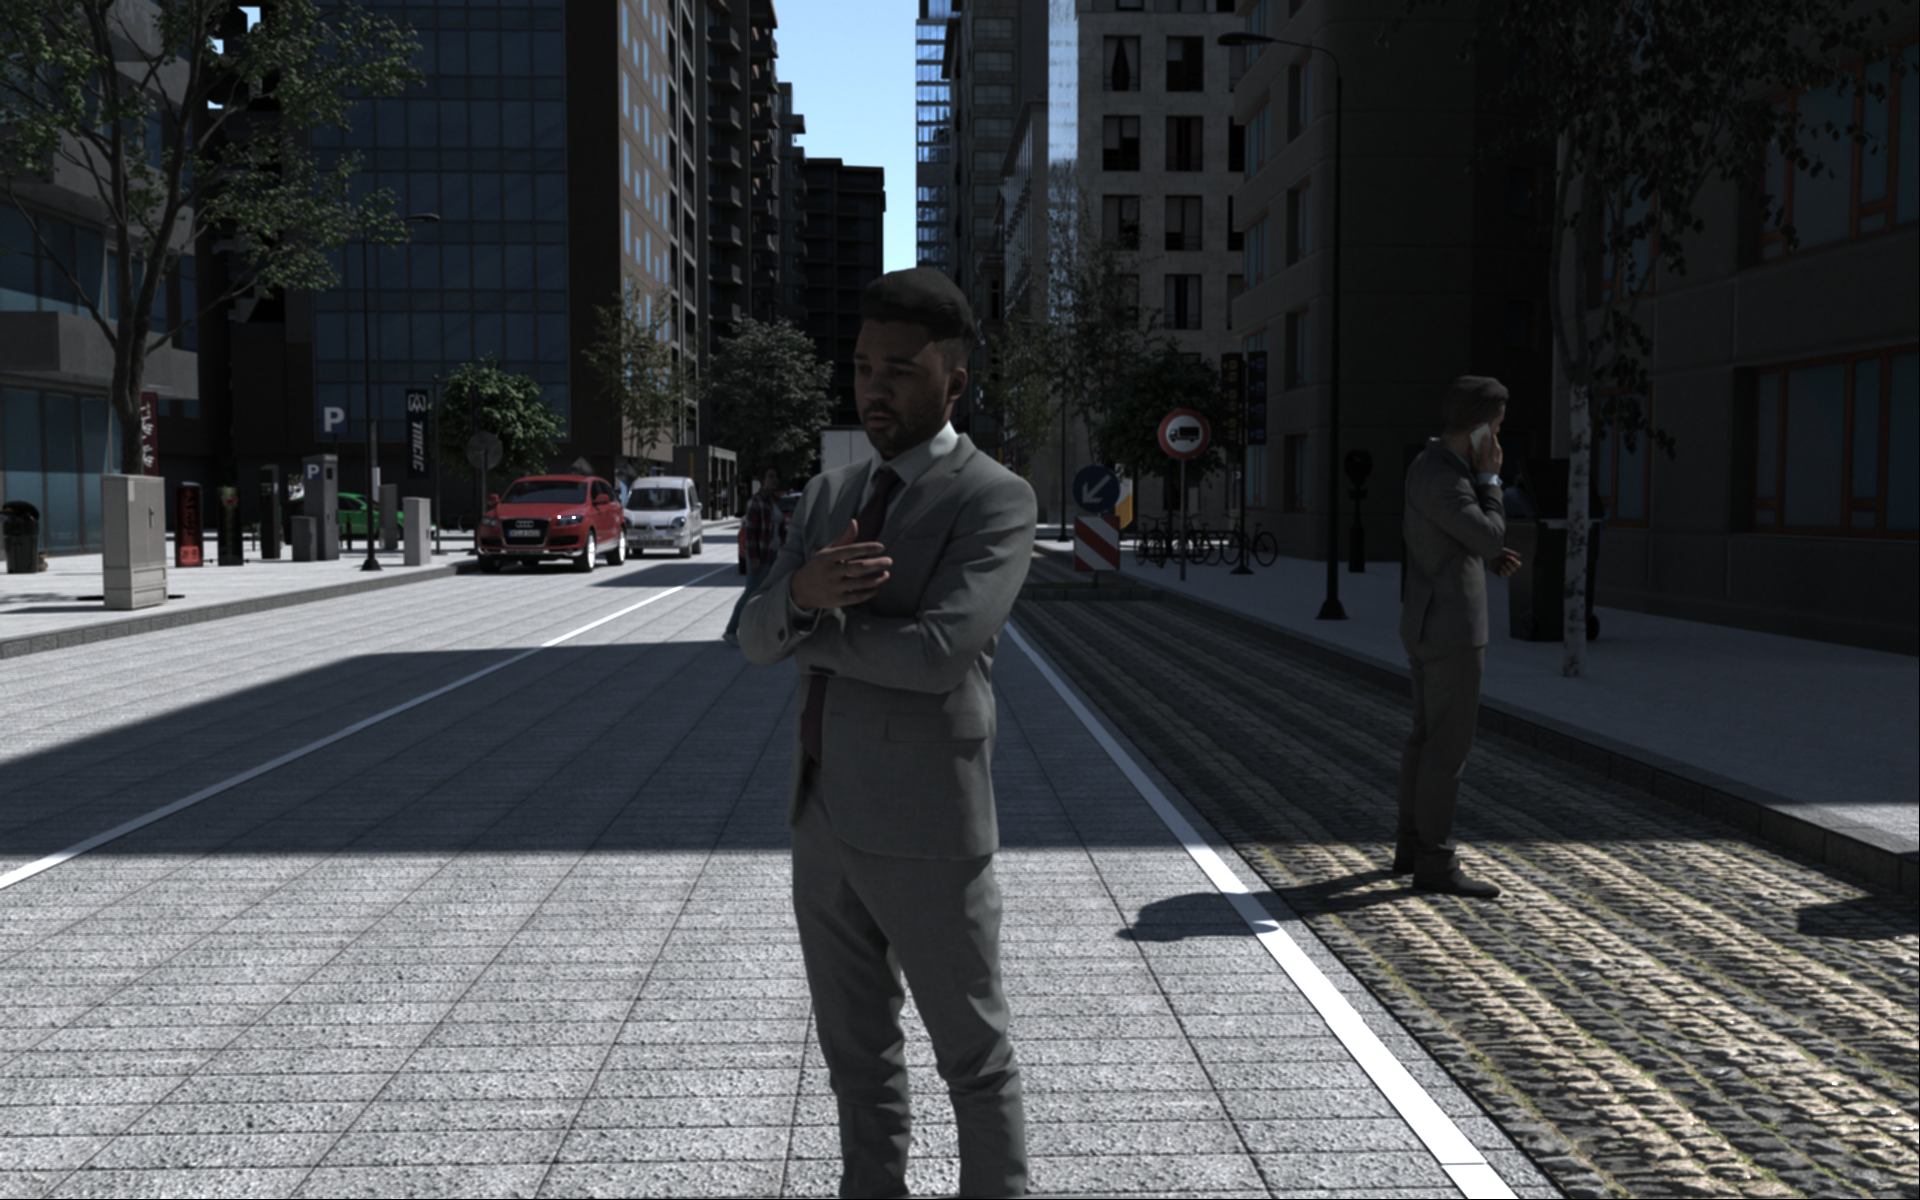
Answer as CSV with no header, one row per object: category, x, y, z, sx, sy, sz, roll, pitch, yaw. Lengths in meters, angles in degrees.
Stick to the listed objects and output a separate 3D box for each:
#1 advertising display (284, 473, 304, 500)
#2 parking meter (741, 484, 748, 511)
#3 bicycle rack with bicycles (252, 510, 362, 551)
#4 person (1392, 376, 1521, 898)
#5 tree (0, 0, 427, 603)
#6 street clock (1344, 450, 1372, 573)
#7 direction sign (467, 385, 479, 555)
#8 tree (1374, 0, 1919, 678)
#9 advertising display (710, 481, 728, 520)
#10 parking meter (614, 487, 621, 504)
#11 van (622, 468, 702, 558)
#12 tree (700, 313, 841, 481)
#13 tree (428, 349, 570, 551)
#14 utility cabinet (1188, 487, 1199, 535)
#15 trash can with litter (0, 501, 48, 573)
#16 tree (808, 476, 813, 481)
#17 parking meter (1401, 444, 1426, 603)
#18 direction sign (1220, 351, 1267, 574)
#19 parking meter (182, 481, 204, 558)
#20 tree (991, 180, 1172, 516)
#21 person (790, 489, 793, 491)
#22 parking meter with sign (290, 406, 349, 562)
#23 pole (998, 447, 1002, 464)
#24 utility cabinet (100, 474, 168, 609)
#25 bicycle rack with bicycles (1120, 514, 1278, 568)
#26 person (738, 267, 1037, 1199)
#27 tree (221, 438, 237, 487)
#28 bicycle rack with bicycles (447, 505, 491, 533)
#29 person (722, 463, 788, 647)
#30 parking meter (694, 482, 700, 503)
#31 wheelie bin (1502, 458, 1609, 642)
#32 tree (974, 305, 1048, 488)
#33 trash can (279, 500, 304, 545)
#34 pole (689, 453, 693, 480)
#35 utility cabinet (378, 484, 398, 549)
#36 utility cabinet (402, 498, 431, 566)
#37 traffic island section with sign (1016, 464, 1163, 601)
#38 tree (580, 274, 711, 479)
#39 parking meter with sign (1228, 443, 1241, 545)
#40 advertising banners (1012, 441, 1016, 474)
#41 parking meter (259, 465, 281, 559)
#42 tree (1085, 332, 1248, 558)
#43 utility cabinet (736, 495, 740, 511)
advertising display,-20.266,-2.922,52.985,0.123,1.923,0.974,1,4,19
parking meter,-12.078,-5.581,96.959,0.255,1.863,0.399,-3,4,-38
bicycle rack with bicycles,-15.138,-1.630,40.032,2.852,0.926,2.925,-1,4,-16
person,1.820,0.123,6.299,0.447,1.846,0.655,0,4,1
tree,-9.943,-5.805,20.661,9.928,11.665,9.643,0,3,0
street clock,6.495,-1.452,28.305,0.358,2.002,0.471,-1,4,-23
direction sign,-10.182,-2.712,36.334,0.379,3.537,0.876,-2,4,-27
tree,4.546,-3.760,11.845,4.360,8.622,3.978,0,3,0
advertising display,-12.071,-4.988,86.760,0.974,1.923,0.123,1,4,16
parking meter,-12.002,-3.181,60.425,0.372,1.533,0.369,0,3,0
van,-6.904,-2.011,39.894,2.013,2.044,4.112,0,4,-4
tree,-13.592,-13.216,122.738,9.857,13.997,8.962,0,3,0
tree,-10.618,-3.406,39.405,4.285,4.588,4.351,0,3,0
utility cabinet,7.326,-2.805,54.545,0.318,1.500,1.173,0,4,6
trash can with litter,-15.266,-1.028,28.195,0.624,1.170,1.055,-1,4,-14
tree,-15.879,-11.707,186.015,1.663,3.219,1.824,0,3,0
parking meter,5.423,-0.902,20.455,0.399,1.863,0.255,-3,5,-44
direction sign,4.529,-2.185,27.723,0.379,3.537,0.876,-3,5,-44
parking meter,-15.390,-1.610,34.734,0.372,1.533,0.369,0,3,0
tree,3.063,-5.500,40.284,4.360,8.622,3.978,0,3,0
person,-11.753,-6.876,121.113,0.537,1.800,0.526,1,4,11
parking meter with sign,-12.349,-2.270,33.371,0.543,3.016,1.738,0,4,2
pole,1.767,-5.013,75.811,0.158,3.312,0.155,0,3,0
utility cabinet,-9.293,-0.664,19.534,0.318,1.500,1.173,0,4,-7
bicycle rack with bicycles,3.971,-1.091,31.214,2.852,0.926,2.925,-2,4,-23
person,-0.135,0.356,2.866,0.511,1.800,0.466,2,4,26
tree,-36.563,-6.223,85.454,4.285,4.588,4.351,0,3,0
bicycle rack with bicycles,-15.872,-2.728,57.981,2.925,0.926,2.852,2,4,29
person,-1.875,-0.425,16.284,0.643,1.720,0.563,1,4,21
parking meter,-12.716,-4.780,83.866,0.255,1.863,0.399,0,4,-3
wheelie bin,5.183,-0.450,15.273,0.980,1.594,0.693,-1,4,-9
tree,2.685,-7.205,68.162,4.737,8.622,4.395,0,3,0
trash can,-16.813,-1.962,43.735,0.748,1.137,0.748,0,3,0
pole,-13.265,-5.605,85.482,0.158,3.312,0.155,0,3,0
utility cabinet,-13.300,-1.930,40.228,0.318,1.500,1.173,-2,4,-24
utility cabinet,-9.779,-1.227,31.228,0.306,1.237,1.020,0,4,-6
traffic island section with sign,1.691,-0.940,23.998,1.989,1.847,2.006,0,4,-2
tree,-10.771,-6.647,59.034,4.737,8.622,4.395,0,3,0
parking meter with sign,7.023,-2.887,43.463,0.543,3.016,1.738,1,4,18
advertising banners,1.962,-3.714,56.909,0.090,3.025,2.074,-1,4,-12
parking meter,-13.607,-1.739,34.148,0.255,1.863,0.399,0,4,-1
tree,4.356,-3.154,35.288,4.285,4.588,4.351,0,3,0
utility cabinet,-16.514,-7.151,128.079,0.306,1.237,1.020,-1,4,-20
